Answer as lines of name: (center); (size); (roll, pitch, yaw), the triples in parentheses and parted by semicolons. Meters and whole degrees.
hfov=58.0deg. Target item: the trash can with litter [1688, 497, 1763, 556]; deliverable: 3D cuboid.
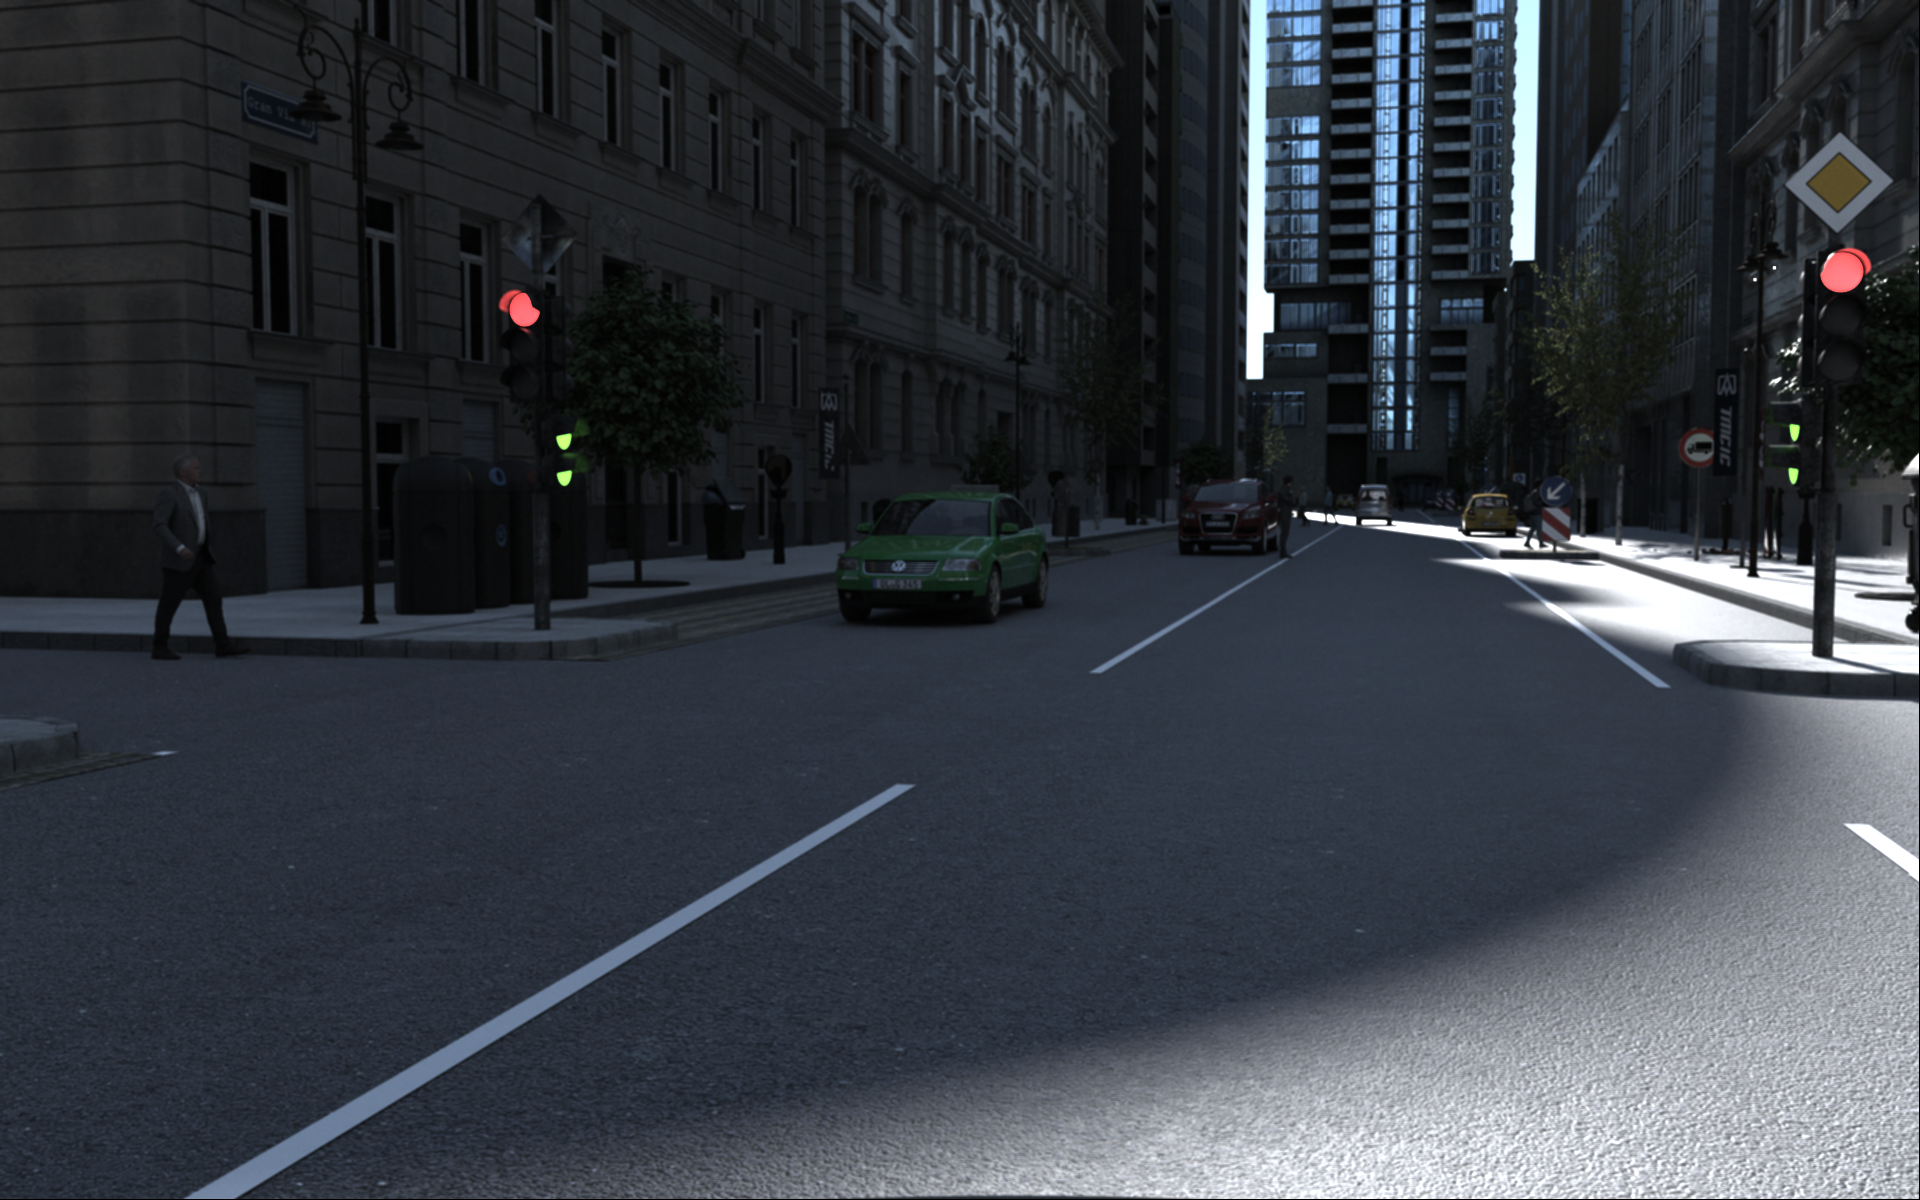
trash can with litter: (16.562, -1.602, 37.248); (1.678, 1.210, 2.233); (1, 4, 20)

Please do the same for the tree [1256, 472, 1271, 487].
tree: (24.624, -8.939, 140.762); (1.663, 3.219, 1.824); (0, 3, 0)

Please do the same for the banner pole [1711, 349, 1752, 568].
banner pole: (13.450, -2.454, 30.133); (0.401, 3.779, 0.863); (-2, 4, -30)

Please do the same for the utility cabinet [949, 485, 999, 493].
utility cabinet: (0.345, -2.042, 42.067); (1.173, 1.500, 0.318); (1, 4, 12)

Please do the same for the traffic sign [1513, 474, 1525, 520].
traffic sign: (27.480, -5.079, 85.173); (0.606, 2.300, 0.079); (1, 4, 15)

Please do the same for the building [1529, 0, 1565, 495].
building: (47.781, -34.743, 110.043); (21.231, 58.520, 28.212); (1, 4, 14)

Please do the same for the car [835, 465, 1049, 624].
car: (-0.121, -0.729, 20.708); (1.959, 1.807, 4.718); (1, 4, 14)

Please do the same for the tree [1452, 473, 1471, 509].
tree: (44.157, -9.684, 152.934); (1.663, 3.219, 1.824); (0, 3, 0)

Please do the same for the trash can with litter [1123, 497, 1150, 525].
trash can with litter: (7.296, -3.680, 71.554); (1.055, 1.170, 0.624); (0, 4, -6)

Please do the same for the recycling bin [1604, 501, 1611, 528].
recycling bin: (24.597, -3.312, 66.713); (0.722, 1.027, 0.722); (0, 4, 4)

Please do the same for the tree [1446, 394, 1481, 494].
tree: (37.239, -10.689, 125.134); (4.737, 8.622, 4.395); (0, 3, 0)

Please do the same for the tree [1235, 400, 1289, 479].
tree: (23.403, -11.323, 135.488); (4.360, 8.622, 3.978); (0, 3, 0)

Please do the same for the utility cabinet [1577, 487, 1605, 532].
utility cabinet: (20.924, -2.984, 57.462); (1.173, 1.500, 0.318); (-3, 5, -40)

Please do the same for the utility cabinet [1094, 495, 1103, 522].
utility cabinet: (6.282, -4.129, 78.674); (0.306, 1.237, 1.020); (1, 4, 12)

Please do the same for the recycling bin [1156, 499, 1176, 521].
recycling bin: (9.859, -4.297, 82.805); (0.722, 1.027, 0.722); (-3, 5, -40)

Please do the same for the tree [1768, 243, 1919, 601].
tree: (11.817, -2.297, 21.263); (4.285, 4.588, 4.351); (0, 3, 0)

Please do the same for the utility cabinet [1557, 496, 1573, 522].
utility cabinet: (28.210, -4.262, 80.848); (0.306, 1.237, 1.020); (-1, 4, -10)

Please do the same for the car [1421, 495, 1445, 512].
car: (38.987, -7.957, 142.669); (1.945, 1.354, 3.894); (1, 4, 13)

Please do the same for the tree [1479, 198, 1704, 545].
tree: (16.425, -5.692, 43.420); (4.737, 8.622, 4.395); (0, 3, 0)

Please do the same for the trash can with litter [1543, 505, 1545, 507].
trash can with litter: (21.858, -3.235, 64.281); (1.055, 1.170, 0.624); (1, 4, 18)

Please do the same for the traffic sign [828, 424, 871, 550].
traffic sign: (-2.056, -1.962, 32.081); (0.884, 2.594, 0.081); (2, 4, 24)

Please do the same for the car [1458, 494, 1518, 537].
car: (18.266, -3.035, 59.847); (2.015, 1.641, 3.980); (1, 4, 14)

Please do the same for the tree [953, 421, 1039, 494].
tree: (0.899, -3.037, 44.249); (1.663, 3.219, 1.824); (0, 3, 0)

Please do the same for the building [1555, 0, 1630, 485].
building: (39.440, -26.939, 90.568); (14.600, 45.320, 14.200); (1, 4, 14)

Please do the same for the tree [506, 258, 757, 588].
tree: (-4.444, -2.476, 24.200); (4.285, 4.588, 4.351); (0, 3, 0)

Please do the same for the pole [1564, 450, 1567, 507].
pole: (27.916, -5.269, 79.991); (0.158, 3.312, 0.155); (0, 3, 0)

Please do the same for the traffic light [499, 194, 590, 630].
traffic light: (-3.932, -1.672, 16.252); (0.839, 4.253, 0.868); (1, 4, 14)

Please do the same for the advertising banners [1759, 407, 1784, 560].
advertising banners: (16.024, -2.330, 34.280); (0.090, 3.025, 2.074); (1, 4, 13)

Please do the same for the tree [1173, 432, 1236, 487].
tree: (12.869, -6.618, 91.923); (4.285, 4.588, 4.351); (0, 3, 0)

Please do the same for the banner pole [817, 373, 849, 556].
banner pole: (-2.564, -2.809, 35.946); (0.863, 3.779, 0.401); (-2, 4, -28)

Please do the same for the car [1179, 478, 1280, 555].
car: (6.645, -2.063, 42.405); (2.281, 1.827, 5.304); (1, 4, 16)

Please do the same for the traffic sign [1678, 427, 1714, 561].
traffic sign: (14.143, -2.023, 33.178); (0.768, 2.556, 0.104); (1, 4, 14)

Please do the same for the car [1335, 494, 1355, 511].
car: (33.470, -8.579, 150.484); (2.015, 1.641, 3.980); (1, 4, 13)

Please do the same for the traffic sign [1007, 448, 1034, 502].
traffic sign: (1.644, -2.963, 48.451); (0.884, 2.594, 0.081); (1, 4, 18)

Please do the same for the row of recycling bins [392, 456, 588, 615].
row of recycling bins: (-5.388, -0.788, 19.994); (1.069, 1.692, 3.534); (1, 4, 14)

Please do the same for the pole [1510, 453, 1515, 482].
pole: (27.399, -5.631, 85.906); (0.158, 3.312, 0.155); (0, 3, 0)

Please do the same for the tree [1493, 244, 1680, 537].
tree: (18.487, -6.144, 50.820); (4.360, 8.622, 3.978); (0, 3, 0)

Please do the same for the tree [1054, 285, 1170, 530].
tree: (5.151, -6.831, 62.055); (4.737, 8.622, 4.395); (0, 3, 0)

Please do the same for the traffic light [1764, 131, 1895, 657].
traffic light: (6.801, -1.508, 13.580); (0.839, 4.253, 0.868); (1, 4, 14)

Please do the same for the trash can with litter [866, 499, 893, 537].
trash can with litter: (-1.904, -1.904, 42.523); (0.624, 1.170, 1.055); (1, 4, 16)

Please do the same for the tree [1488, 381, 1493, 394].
tree: (24.401, -7.498, 72.948); (4.360, 8.622, 3.978); (0, 3, 0)

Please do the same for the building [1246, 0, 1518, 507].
building: (44.132, -53.089, 180.674); (31.000, 86.520, 22.319); (1, 4, 14)

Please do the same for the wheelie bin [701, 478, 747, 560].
wheelie bin: (-4.628, -1.582, 33.771); (0.693, 1.594, 0.980); (2, 4, 28)

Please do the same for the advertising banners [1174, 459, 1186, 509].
advertising banners: (11.384, -5.507, 86.227); (2.074, 3.025, 0.090); (-3, 4, -37)
